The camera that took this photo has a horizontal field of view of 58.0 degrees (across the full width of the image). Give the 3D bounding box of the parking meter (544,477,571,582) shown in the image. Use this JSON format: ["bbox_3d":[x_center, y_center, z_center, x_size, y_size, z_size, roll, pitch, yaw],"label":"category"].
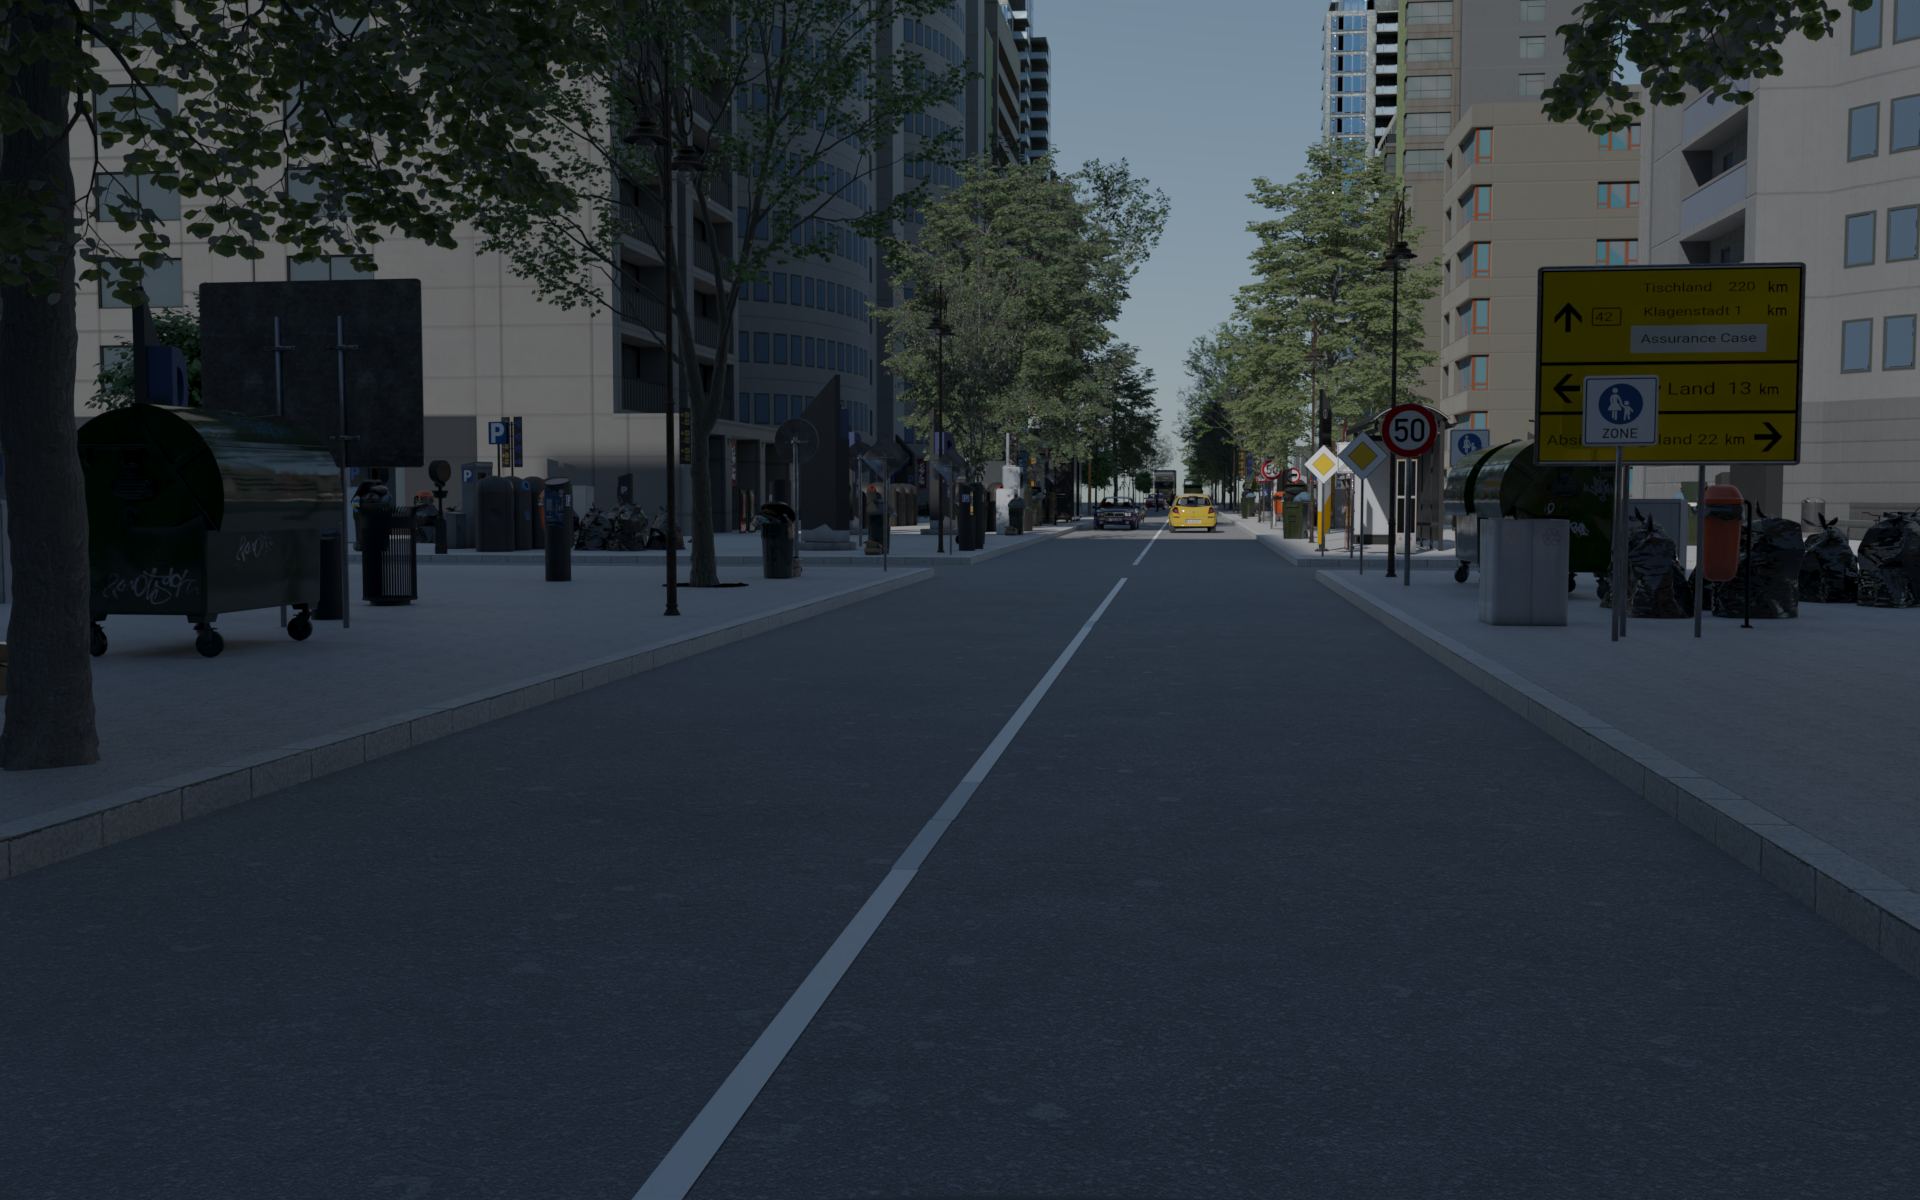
[{"bbox_3d":[-5.923,-1.045,25.496,0.372,1.533,0.369,0,3,0],"label":"parking meter"}]

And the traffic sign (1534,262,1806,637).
[{"bbox_3d":[6.288,-1.320,15.448,2.265,3.308,0.079,0,4,8],"label":"traffic sign"}]

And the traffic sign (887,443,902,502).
[{"bbox_3d":[-1.720,-2.530,41.469,0.768,2.556,0.104,1,4,16],"label":"traffic sign"}]

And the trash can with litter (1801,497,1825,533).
[{"bbox_3d":[20.451,-1.919,42.438,2.233,1.210,1.678,1,4,20],"label":"trash can with litter"}]

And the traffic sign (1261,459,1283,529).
[{"bbox_3d":[11.405,-3.867,63.327,0.768,2.556,0.104,1,4,14],"label":"traffic sign"}]

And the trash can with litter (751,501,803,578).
[{"bbox_3d":[-2.780,-0.930,26.588,0.624,1.170,1.055,1,4,8],"label":"trash can with litter"}]

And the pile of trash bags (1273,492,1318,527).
[{"bbox_3d":[13.732,-3.586,68.375,1.912,1.369,3.447,-3,5,-41],"label":"pile of trash bags"}]

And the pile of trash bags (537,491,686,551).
[{"bbox_3d":[-8.013,-1.799,39.159,1.912,1.369,3.447,3,5,42],"label":"pile of trash bags"}]

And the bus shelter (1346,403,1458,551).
[{"bbox_3d":[10.402,-2.900,41.340,2.014,3.302,5.546,0,4,7],"label":"bus shelter"}]

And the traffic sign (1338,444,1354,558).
[{"bbox_3d":[7.806,-1.978,34.462,0.606,2.300,0.079,1,4,11],"label":"traffic sign"}]

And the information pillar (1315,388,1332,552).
[{"bbox_3d":[8.135,-2.893,38.655,0.183,3.616,0.504,3,4,37],"label":"information pillar"}]

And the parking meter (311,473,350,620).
[{"bbox_3d":[-6.466,-0.571,17.741,0.372,1.533,0.369,0,3,0],"label":"parking meter"}]

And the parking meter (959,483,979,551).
[{"bbox_3d":[0.157,-1.879,39.128,0.372,1.533,0.369,0,3,0],"label":"parking meter"}]

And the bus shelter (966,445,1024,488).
[{"bbox_3d":[1.415,-4.799,72.385,2.014,3.302,5.546,0,4,7],"label":"bus shelter"}]

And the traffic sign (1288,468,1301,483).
[{"bbox_3d":[16.063,-5.108,83.616,0.768,2.556,0.104,1,4,13],"label":"traffic sign"}]

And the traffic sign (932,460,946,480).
[{"bbox_3d":[-0.549,-3.031,51.679,0.606,2.300,0.079,1,4,10],"label":"traffic sign"}]

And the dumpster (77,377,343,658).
[{"bbox_3d":[-6.278,-0.725,14.353,1.502,2.255,1.985,0,4,8],"label":"dumpster"}]

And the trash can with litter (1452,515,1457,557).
[{"bbox_3d":[10.388,-1.430,34.768,0.624,1.170,1.055,-2,4,-27],"label":"trash can with litter"}]

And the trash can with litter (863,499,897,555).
[{"bbox_3d":[-1.710,-1.549,36.711,0.624,1.170,1.055,0,4,6],"label":"trash can with litter"}]

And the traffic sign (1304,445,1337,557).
[{"bbox_3d":[7.437,-1.947,35.477,0.795,2.450,0.064,0,4,7],"label":"traffic sign"}]

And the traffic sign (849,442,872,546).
[{"bbox_3d":[-2.437,-2.584,42.351,0.768,2.556,0.104,1,4,13],"label":"traffic sign"}]

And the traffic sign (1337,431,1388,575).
[{"bbox_3d":[6.394,-1.463,27.560,0.795,2.450,0.064,0,4,7],"label":"traffic sign"}]

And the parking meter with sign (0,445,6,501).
[{"bbox_3d":[-32.107,-3.686,56.533,0.543,3.016,1.738,1,4,13],"label":"parking meter with sign"}]

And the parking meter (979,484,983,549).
[{"bbox_3d":[0.361,-1.955,40.378,0.372,1.533,0.369,0,3,0],"label":"parking meter"}]

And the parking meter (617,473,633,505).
[{"bbox_3d":[-9.441,-2.638,48.847,0.399,1.863,0.255,1,4,9],"label":"parking meter"}]

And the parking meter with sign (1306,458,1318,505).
[{"bbox_3d":[18.335,-5.669,88.947,1.738,3.016,0.543,1,4,18],"label":"parking meter with sign"}]

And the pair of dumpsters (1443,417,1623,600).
[{"bbox_3d":[7.511,-1.247,22.881,1.574,2.255,4.437,0,4,7],"label":"pair of dumpsters"}]

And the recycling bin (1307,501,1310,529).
[{"bbox_3d":[12.599,-3.154,64.128,0.722,1.027,0.722,2,4,29],"label":"recycling bin"}]

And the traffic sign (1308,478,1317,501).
[{"bbox_3d":[17.221,-5.113,83.605,0.884,2.594,0.081,1,4,12],"label":"traffic sign"}]

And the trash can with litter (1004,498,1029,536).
[{"bbox_3d":[1.743,-2.592,53.764,0.624,1.170,1.055,1,4,16],"label":"trash can with litter"}]

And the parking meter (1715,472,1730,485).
[{"bbox_3d":[20.216,-2.461,45.952,0.255,1.863,0.399,0,4,-4],"label":"parking meter"}]

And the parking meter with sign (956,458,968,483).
[{"bbox_3d":[-0.154,-4.774,74.323,0.543,3.016,1.738,3,5,42],"label":"parking meter with sign"}]

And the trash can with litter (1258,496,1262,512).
[{"bbox_3d":[19.445,-6.013,109.699,1.055,1.170,0.624,-1,4,-15],"label":"trash can with litter"}]

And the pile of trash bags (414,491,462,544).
[{"bbox_3d":[-13.677,-2.220,46.048,1.912,1.369,3.447,-3,5,-41],"label":"pile of trash bags"}]

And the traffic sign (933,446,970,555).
[{"bbox_3d":[-0.189,-2.010,36.498,0.795,2.450,0.064,0,4,7],"label":"traffic sign"}]

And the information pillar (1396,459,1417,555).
[{"bbox_3d":[9.449,-1.968,36.664,0.304,2.012,0.304,-2,4,-27],"label":"information pillar"}]

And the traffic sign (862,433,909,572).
[{"bbox_3d":[-1.232,-1.525,28.581,0.795,2.450,0.064,0,4,7],"label":"traffic sign"}]

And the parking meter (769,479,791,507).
[{"bbox_3d":[-3.058,-1.290,29.499,0.372,1.533,0.369,0,3,0],"label":"parking meter"}]

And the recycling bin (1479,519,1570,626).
[{"bbox_3d":[5.580,-0.282,17.158,0.722,1.027,0.722,0,4,6],"label":"recycling bin"}]

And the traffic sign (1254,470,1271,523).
[{"bbox_3d":[13.427,-4.680,76.528,0.884,2.594,0.081,1,4,15],"label":"traffic sign"}]

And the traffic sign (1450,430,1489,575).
[{"bbox_3d":[8.009,-1.538,27.273,0.606,2.300,0.079,1,4,17],"label":"traffic sign"}]

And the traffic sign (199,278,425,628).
[{"bbox_3d":[-6.201,-1.387,16.554,2.265,3.308,0.079,1,4,9],"label":"traffic sign"}]

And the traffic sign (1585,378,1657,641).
[{"bbox_3d":[5.710,-0.789,15.032,0.606,2.300,0.079,1,4,17],"label":"traffic sign"}]

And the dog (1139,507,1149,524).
[{"bbox_3d":[8.723,-4.107,83.994,0.513,0.831,0.800,-2,4,-24],"label":"dog"}]

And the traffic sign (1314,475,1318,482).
[{"bbox_3d":[15.854,-4.667,76.411,0.768,2.556,0.104,1,4,15],"label":"traffic sign"}]

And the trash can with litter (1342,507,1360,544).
[{"bbox_3d":[10.432,-2.036,44.681,1.055,1.170,0.624,-1,4,-14],"label":"trash can with litter"}]

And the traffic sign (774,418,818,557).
[{"bbox_3d":[-2.755,-1.773,29.090,0.768,2.556,0.104,1,4,11],"label":"traffic sign"}]

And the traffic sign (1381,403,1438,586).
[{"bbox_3d":[6.268,-1.474,24.213,0.768,2.556,0.104,1,4,14],"label":"traffic sign"}]

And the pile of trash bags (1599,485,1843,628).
[{"bbox_3d":[7.757,-0.506,18.026,1.912,1.369,3.447,1,4,17],"label":"pile of trash bags"}]

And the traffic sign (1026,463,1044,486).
[{"bbox_3d":[3.093,-4.368,71.529,0.768,2.556,0.104,1,4,12],"label":"traffic sign"}]

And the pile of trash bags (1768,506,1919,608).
[{"bbox_3d":[11.743,-0.651,20.395,3.447,1.369,1.912,0,4,-5],"label":"pile of trash bags"}]

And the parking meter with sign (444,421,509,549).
[{"bbox_3d":[-11.450,-2.735,40.979,0.543,3.016,1.738,2,4,25],"label":"parking meter with sign"}]

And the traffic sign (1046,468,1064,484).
[{"bbox_3d":[4.054,-4.452,73.979,0.795,2.450,0.064,1,4,17],"label":"traffic sign"}]

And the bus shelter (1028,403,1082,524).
[{"bbox_3d":[4.396,-6.171,78.536,2.179,5.291,8.768,0,4,7],"label":"bus shelter"}]
